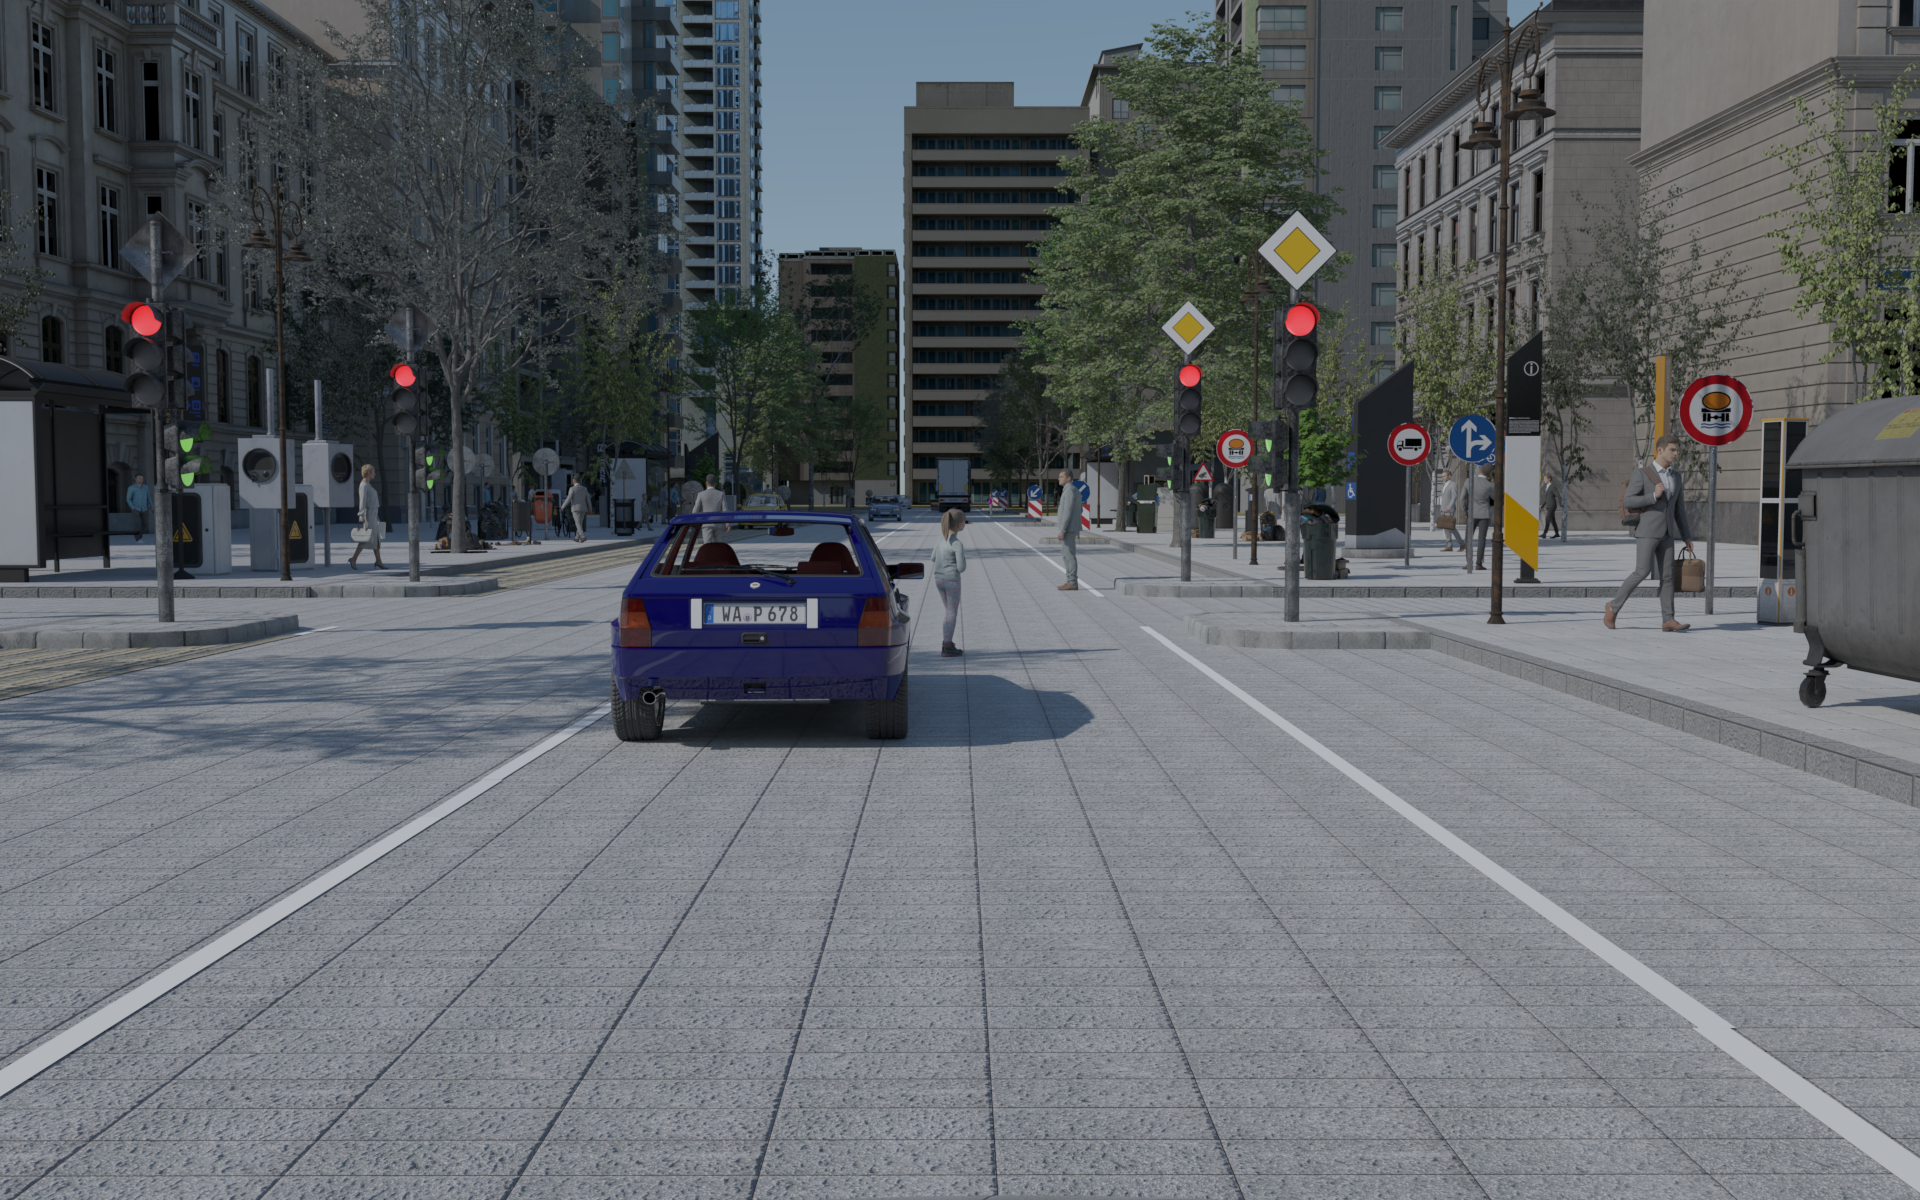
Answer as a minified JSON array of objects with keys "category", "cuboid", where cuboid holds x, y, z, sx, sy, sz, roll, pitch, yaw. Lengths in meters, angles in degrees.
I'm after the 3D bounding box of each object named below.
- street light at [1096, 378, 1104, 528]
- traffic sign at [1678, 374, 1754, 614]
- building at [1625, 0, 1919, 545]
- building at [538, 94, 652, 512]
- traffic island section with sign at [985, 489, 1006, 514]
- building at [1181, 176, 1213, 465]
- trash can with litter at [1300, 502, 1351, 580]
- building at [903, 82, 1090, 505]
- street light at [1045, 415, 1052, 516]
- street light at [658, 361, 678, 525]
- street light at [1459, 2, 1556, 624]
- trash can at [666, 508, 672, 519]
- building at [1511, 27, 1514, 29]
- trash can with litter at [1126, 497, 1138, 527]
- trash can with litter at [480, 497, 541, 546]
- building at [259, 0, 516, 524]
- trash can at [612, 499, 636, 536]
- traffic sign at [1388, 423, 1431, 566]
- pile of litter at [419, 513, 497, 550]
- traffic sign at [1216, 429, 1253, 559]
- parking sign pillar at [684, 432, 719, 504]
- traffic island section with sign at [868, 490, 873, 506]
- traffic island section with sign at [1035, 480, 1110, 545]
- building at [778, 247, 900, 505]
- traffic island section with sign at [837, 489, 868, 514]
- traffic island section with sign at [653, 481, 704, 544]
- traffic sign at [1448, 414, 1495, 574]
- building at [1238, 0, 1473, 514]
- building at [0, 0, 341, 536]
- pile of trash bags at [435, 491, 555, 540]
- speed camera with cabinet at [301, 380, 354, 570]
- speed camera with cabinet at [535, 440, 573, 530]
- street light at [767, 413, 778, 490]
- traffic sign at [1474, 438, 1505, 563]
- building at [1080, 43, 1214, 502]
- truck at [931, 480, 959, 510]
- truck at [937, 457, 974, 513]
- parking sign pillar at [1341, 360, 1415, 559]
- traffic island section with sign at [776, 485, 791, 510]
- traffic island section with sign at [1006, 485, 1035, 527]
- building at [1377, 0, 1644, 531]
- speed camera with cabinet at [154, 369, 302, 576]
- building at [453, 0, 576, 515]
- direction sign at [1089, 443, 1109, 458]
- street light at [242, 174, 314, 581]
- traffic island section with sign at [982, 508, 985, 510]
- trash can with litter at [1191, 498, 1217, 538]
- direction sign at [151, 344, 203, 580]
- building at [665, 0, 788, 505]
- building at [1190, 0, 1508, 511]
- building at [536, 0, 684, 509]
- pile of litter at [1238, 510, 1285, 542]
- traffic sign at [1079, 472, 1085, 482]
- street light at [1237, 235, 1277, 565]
[{"category":"street light","cuboid":[5.249,-5.664,65.401,0.468,5.910,1.993,0,4,0]},{"category":"traffic sign","cuboid":[8.004,-1.121,18.427,0.768,2.556,0.104,0,4,5]},{"category":"building","cuboid":[32.007,-15.144,44.874,25.104,27.353,12.463,0,4,0]},{"category":"building","cuboid":[-31.181,-21.810,128.292,14.160,30.474,14.107,0,4,0]},{"category":"traffic island section with sign","cuboid":[3.048,-7.250,127.160,1.989,1.847,2.006,0,4,0]},{"category":"building","cuboid":[26.223,-23.398,154.260,14.160,30.474,14.107,0,4,0]},{"category":"trash can with litter","cuboid":[5.483,-0.903,26.156,0.624,1.170,1.055,2,4,33]},{"category":"building","cuboid":[4.140,-35.705,207.471,21.600,48.544,21.300,0,4,0]},{"category":"street light","cuboid":[5.064,-7.780,99.988,0.468,5.910,1.993,0,4,0]},{"category":"street light","cuboid":[-10.144,-5.351,60.273,0.468,5.910,1.993,0,4,0]},{"category":"street light","cuboid":[5.303,-2.701,16.949,0.468,5.910,1.993,0,4,0]},{"category":"trash can","cuboid":[-14.951,-4.737,89.100,0.748,1.137,0.748,0,3,0]},{"category":"building","cuboid":[48.540,-28.867,155.575,14.086,41.232,14.154,0,4,0]},{"category":"trash can with litter","cuboid":[6.875,-3.391,66.836,1.055,1.170,0.624,1,4,20]},{"category":"trash can with litter","cuboid":[-11.420,-1.982,43.467,2.233,1.210,1.678,-3,5,-42]},{"category":"building","cuboid":[-30.403,-18.215,83.726,13.634,28.700,20.117,0,4,0]},{"category":"trash can","cuboid":[-10.229,-2.516,52.788,0.748,1.137,0.748,0,3,0]},{"category":"traffic sign","cuboid":[8.013,-1.888,30.967,0.768,2.556,0.104,0,4,4]},{"category":"pile of litter","cuboid":[-11.591,-1.590,39.965,1.719,0.858,1.176,1,4,18]},{"category":"traffic sign","cuboid":[5.415,-2.074,34.015,0.768,2.556,0.104,0,4,7]},{"category":"parking sign pillar","cuboid":[-11.081,-5.279,74.788,1.447,3.967,1.447,-2,4,-27]},{"category":"traffic island section with sign","cuboid":[-8.054,-8.945,154.877,1.989,1.847,2.006,0,4,0]},{"category":"traffic island section with sign","cuboid":[3.270,-2.531,50.005,1.989,1.847,2.006,0,4,0]},{"category":"building","cuboid":[-14.203,-26.540,205.621,14.107,30.474,14.160,0,4,0]},{"category":"traffic island section with sign","cuboid":[-7.974,-7.248,127.138,1.989,1.847,2.006,0,4,0]},{"category":"traffic island section with sign","cuboid":[-7.756,-2.543,50.205,1.989,1.847,2.006,0,4,0]},{"category":"traffic sign","cuboid":[8.211,-1.695,27.815,0.768,2.556,0.104,0,4,4]},{"category":"building","cuboid":[26.247,-26.648,119.289,14.154,41.232,14.086,0,4,0]},{"category":"building","cuboid":[-31.725,-14.506,56.260,14.460,24.649,34.723,0,4,0]},{"category":"pile of trash bags","cuboid":[-13.133,-2.398,48.958,3.447,1.369,1.912,0,4,6]},{"category":"speed camera with cabinet","cuboid":[-11.173,-2.147,29.433,0.660,3.252,2.038,1,4,18]},{"category":"speed camera with cabinet","cuboid":[-14.680,-4.181,62.691,0.660,3.252,2.038,1,4,11]},{"category":"street light","cuboid":[-10.233,-7.445,94.508,0.468,5.910,1.993,0,4,0]},{"category":"traffic sign","cuboid":[9.743,-1.965,32.240,0.768,2.556,0.104,0,4,5]},{"category":"building","cuboid":[28.780,-38.075,211.764,27.495,52.752,28.713,0,4,0]},{"category":"truck","cuboid":[-1.137,-10.304,158.232,2.967,4.110,18.799,0,4,1]},{"category":"truck","cuboid":[-0.379,-9.109,137.844,2.839,4.237,11.283,0,4,1]},{"category":"parking sign pillar","cuboid":[8.438,-2.838,34.866,1.447,3.967,1.447,-1,4,-20]},{"category":"traffic island section with sign","cuboid":[-7.826,-4.192,77.160,1.989,1.847,2.006,0,4,0]},{"category":"traffic island section with sign","cuboid":[3.190,-4.179,76.961,1.989,1.847,2.006,0,4,0]},{"category":"building","cuboid":[24.675,-13.969,79.301,10.553,20.767,40.483,0,4,0]},{"category":"speed camera with cabinet","cuboid":[-11.590,-2.015,27.279,2.038,3.252,0.660,0,4,3]},{"category":"building","cuboid":[-35.962,-41.068,109.709,20.563,71.187,20.611,0,4,0]},{"category":"direction sign","cuboid":[6.138,-5.172,76.553,0.876,3.537,0.379,0,4,-6]},{"category":"street light","cuboid":[-9.979,-3.223,25.482,0.468,5.910,1.993,0,4,0]},{"category":"traffic island section with sign","cuboid":[2.958,-8.901,154.162,1.989,1.847,2.006,0,4,0]},{"category":"trash can with litter","cuboid":[7.000,-2.375,50.213,0.624,1.170,1.055,-2,4,-24]},{"category":"direction sign","cuboid":[-11.752,-2.082,26.042,0.379,3.537,0.876,2,4,28]},{"category":"building","cuboid":[-36.768,-54.736,207.600,31.000,86.520,22.319,0,4,0]},{"category":"building","cuboid":[29.417,-42.657,135.699,20.563,71.187,20.611,0,4,0]},{"category":"building","cuboid":[-40.027,-32.419,149.657,30.456,49.044,23.786,0,4,0]},{"category":"pile of litter","cuboid":[8.182,-2.034,47.228,1.719,0.858,1.176,-1,4,-17]},{"category":"traffic sign","cuboid":[7.197,-6.063,99.230,0.768,2.556,0.104,0,4,5]},{"category":"street light","cuboid":[5.326,-3.573,31.207,0.468,5.910,1.993,0,4,0]}]
